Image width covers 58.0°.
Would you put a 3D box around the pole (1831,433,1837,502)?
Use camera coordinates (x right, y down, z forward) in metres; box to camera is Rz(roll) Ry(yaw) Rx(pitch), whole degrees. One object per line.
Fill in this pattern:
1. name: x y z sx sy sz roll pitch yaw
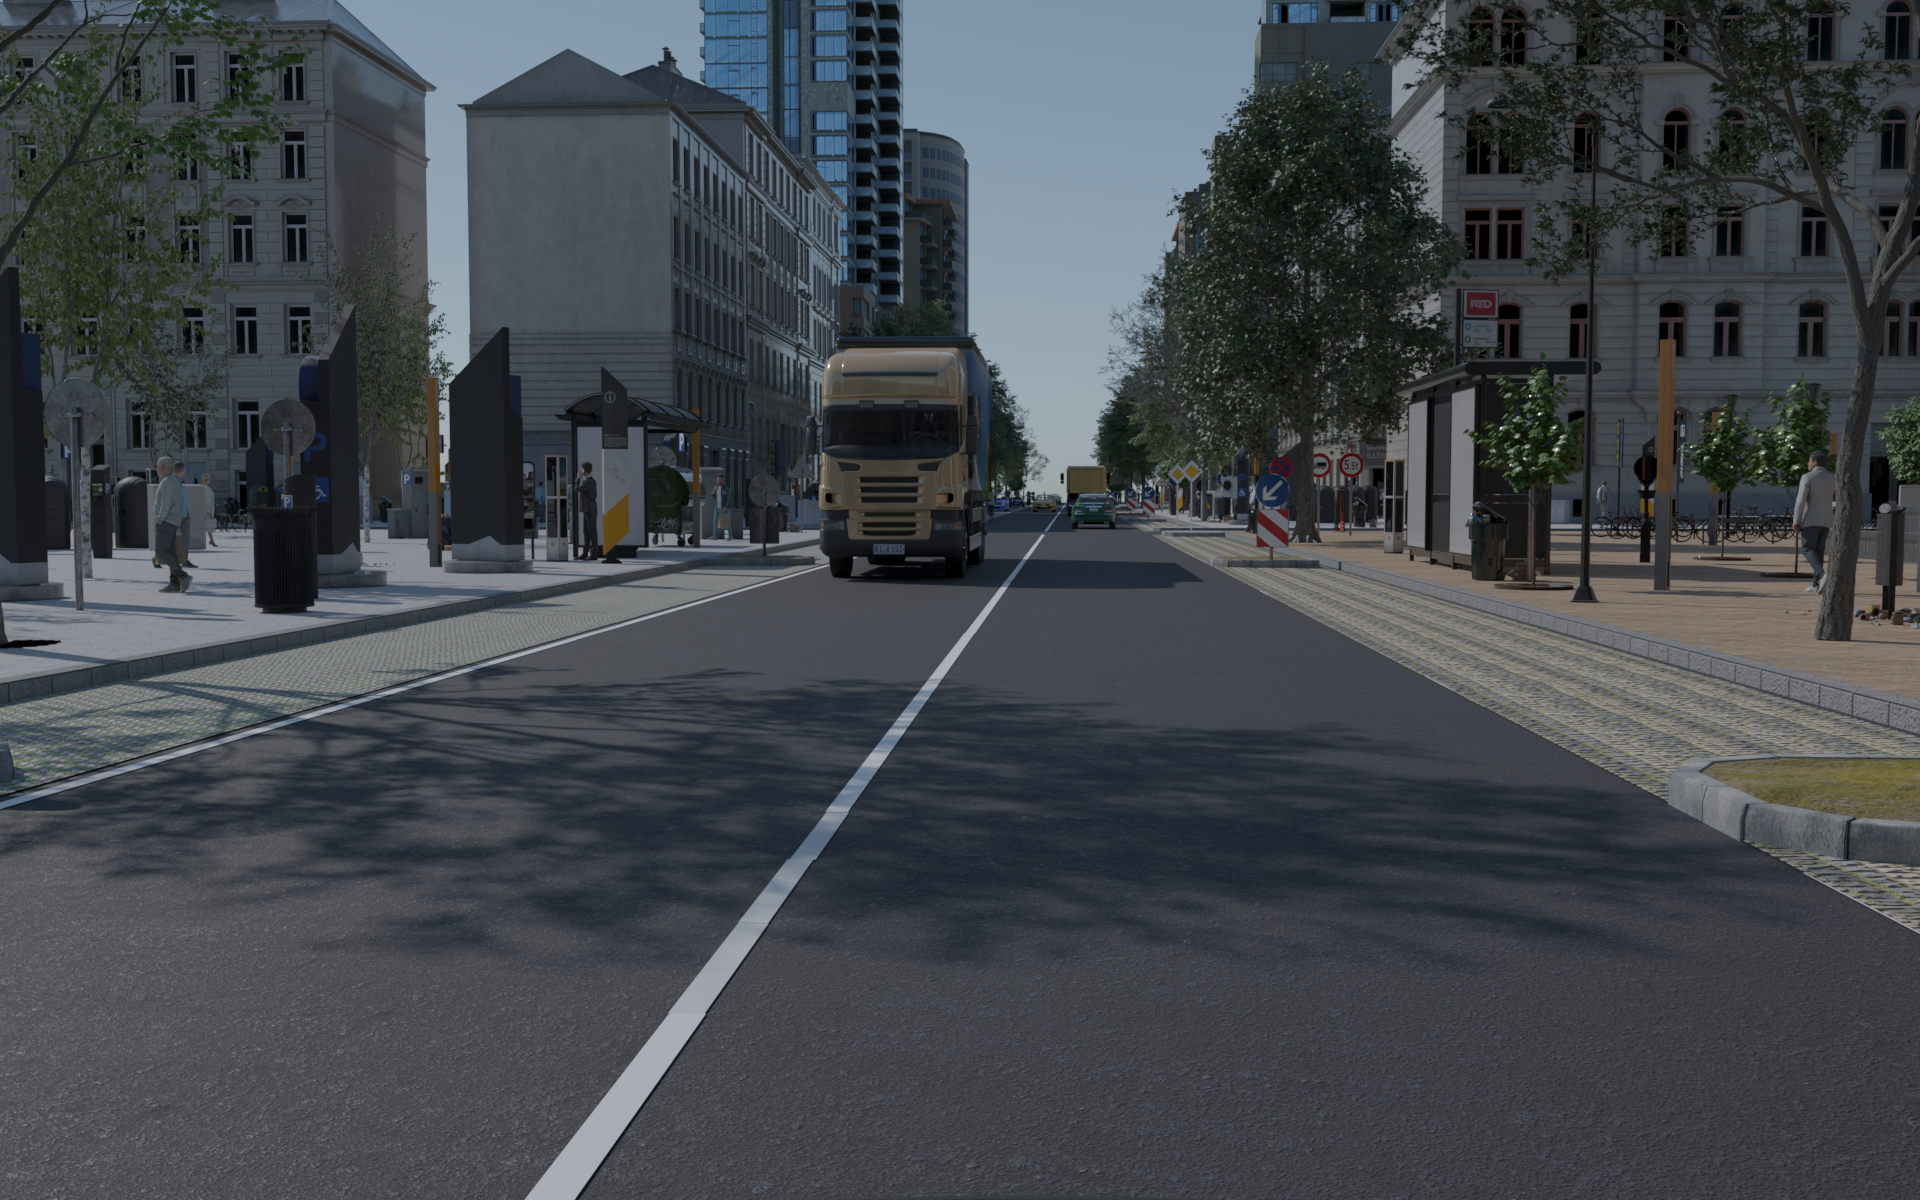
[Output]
1. pole: 29.334 -3.936 58.202 0.158 3.312 0.155 0 3 0

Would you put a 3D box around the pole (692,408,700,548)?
1. pole: -6.293 -2.903 41.309 0.158 3.312 0.155 0 3 0

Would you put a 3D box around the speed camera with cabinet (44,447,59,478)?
1. speed camera with cabinet: -38.545 -4.794 72.721 0.660 3.252 2.038 0 4 -5

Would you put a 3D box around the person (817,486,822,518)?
1. person: -7.470 -5.232 91.570 0.794 1.824 0.713 -2 4 -35

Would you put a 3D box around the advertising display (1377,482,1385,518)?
1. advertising display: 22.429 -5.319 92.183 0.123 1.923 0.974 2 4 32

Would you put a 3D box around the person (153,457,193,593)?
1. person: -10.278 -0.984 22.612 0.515 1.767 0.782 -1 4 -17

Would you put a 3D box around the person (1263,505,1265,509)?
1. person: 14.773 -4.729 83.280 0.836 1.842 0.656 1 4 15

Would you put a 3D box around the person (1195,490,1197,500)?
1. person: 32.839 -14.411 241.533 0.599 1.838 0.709 0 4 -4

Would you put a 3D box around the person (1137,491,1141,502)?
1. person: 29.326 -17.018 284.303 0.705 1.821 1.348 -1 4 -22

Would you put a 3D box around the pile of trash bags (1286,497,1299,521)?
1. pile of trash bags: 16.197 -4.417 81.976 1.912 1.369 3.447 1 4 8

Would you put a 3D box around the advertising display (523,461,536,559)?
1. advertising display: -8.811 -1.755 33.910 0.974 1.923 0.123 -1 4 -23

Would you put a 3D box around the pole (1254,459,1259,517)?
1. pole: 11.531 -4.496 67.356 0.158 3.312 0.155 0 3 0

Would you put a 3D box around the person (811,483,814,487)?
1. person: -6.890 -4.595 81.419 0.600 1.795 0.529 -1 4 -17

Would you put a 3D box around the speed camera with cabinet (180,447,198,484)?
1. speed camera with cabinet: -34.228 -5.026 76.511 0.660 3.252 2.038 -1 4 -9

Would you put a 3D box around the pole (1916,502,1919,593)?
1. pole: 12.563 -1.748 22.421 0.158 3.312 0.155 0 3 0

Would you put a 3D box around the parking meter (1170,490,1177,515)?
1. parking meter: 13.196 -6.041 107.175 0.372 1.533 0.369 0 3 0

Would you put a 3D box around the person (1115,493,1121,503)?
1. person: 23.920 -15.618 261.382 0.705 1.826 1.348 3 5 40

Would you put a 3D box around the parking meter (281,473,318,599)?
1. parking meter: -8.071 -0.783 21.206 0.372 1.533 0.369 0 3 0

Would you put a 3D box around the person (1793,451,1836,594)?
1. person: 11.123 -1.007 22.358 0.661 1.843 0.795 0 4 -6

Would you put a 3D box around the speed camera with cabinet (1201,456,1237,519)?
1. speed camera with cabinet: 13.478 -5.844 89.881 0.660 3.252 2.038 -3 5 -44

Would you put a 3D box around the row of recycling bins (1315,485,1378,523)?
1. row of recycling bins: 17.374 -4.321 77.757 3.534 1.692 1.069 -2 4 -32

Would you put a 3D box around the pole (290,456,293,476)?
1. pole: -21.319 -3.750 55.156 0.158 3.312 0.155 0 3 0

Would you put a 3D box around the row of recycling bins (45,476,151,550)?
1. row of recycling bins: -20.689 -2.037 40.412 3.534 1.692 1.069 -3 4 -38

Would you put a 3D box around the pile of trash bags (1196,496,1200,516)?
1. pile of trash bags: 14.413 -5.521 100.028 1.912 1.369 3.447 0 4 0

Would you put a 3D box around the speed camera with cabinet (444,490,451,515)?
1. speed camera with cabinet: -20.986 -4.873 74.017 2.038 3.252 0.660 -3 5 -44

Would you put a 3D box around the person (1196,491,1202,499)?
1. person: 15.922 -6.654 115.321 0.782 1.767 0.515 1 4 22

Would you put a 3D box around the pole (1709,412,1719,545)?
1. pole: 18.842 -3.021 43.238 0.158 3.312 0.155 0 3 0

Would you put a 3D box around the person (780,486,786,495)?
1. person: -9.454 -5.186 91.837 0.512 1.701 0.522 -1 4 -22

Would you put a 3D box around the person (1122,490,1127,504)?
1. person: 21.802 -13.555 227.666 1.348 1.824 0.705 1 4 20

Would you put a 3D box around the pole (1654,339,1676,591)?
1. pole: 9.356 -1.782 22.983 0.158 3.312 0.155 0 3 0

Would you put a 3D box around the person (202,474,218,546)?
1. person: -18.416 -2.193 42.247 0.624 1.780 0.694 -3 4 -36

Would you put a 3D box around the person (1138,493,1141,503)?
1. person: 26.660 -15.183 257.542 0.557 1.426 1.065 1 4 23

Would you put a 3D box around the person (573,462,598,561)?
1. person: -7.227 -1.714 33.423 0.474 1.900 0.648 -1 4 -15

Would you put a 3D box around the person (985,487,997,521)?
1. person: 1.665 -5.075 91.327 0.661 1.843 0.795 -1 4 -17

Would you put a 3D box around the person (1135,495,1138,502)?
1. person: 28.762 -16.915 283.045 0.683 1.767 0.568 2 4 26

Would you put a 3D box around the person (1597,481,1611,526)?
1. person: 26.252 -3.941 70.573 0.850 1.850 0.679 -2 4 -33

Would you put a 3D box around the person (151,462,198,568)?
1. person: -13.632 -1.478 30.064 0.748 1.841 0.638 0 4 4

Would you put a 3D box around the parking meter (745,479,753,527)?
1. parking meter: -8.249 -3.787 67.631 0.255 1.863 0.399 0 4 3

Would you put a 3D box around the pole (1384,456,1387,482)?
1. pole: 22.973 -6.093 93.455 0.158 3.312 0.155 0 3 0

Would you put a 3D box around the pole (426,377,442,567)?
1. pole: -9.233 -2.237 30.416 0.158 3.312 0.155 0 3 0

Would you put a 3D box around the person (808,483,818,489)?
1. person: -6.713 -4.467 79.260 0.592 1.802 0.473 2 4 34

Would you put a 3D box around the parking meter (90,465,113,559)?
1. parking meter: -17.133 -1.765 34.561 0.255 1.863 0.399 0 4 -5

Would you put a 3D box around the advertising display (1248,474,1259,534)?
1. advertising display: 9.494 -3.107 56.007 0.123 1.923 0.974 0 4 -3

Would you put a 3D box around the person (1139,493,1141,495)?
1. person: 28.390 -16.135 269.860 1.348 1.823 0.705 -1 4 -16

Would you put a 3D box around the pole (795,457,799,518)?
1. pole: -8.868 -6.138 94.202 0.158 3.312 0.155 0 3 0

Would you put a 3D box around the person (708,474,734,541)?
1. person: -6.429 -2.497 46.861 0.713 1.824 0.794 -3 5 -42

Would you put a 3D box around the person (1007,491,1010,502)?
1. person: 4.348 -9.199 159.625 0.721 1.743 1.217 1 4 10

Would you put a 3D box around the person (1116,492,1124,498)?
1. person: 25.016 -16.212 271.099 1.348 1.826 0.705 -1 4 -16

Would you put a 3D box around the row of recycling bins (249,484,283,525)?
1. row of recycling bins: -27.420 -3.928 71.338 3.534 1.692 1.069 -1 4 -14

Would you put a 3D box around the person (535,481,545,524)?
1. person: -17.793 -4.099 73.082 0.660 1.820 0.620 1 4 21

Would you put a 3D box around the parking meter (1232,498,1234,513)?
1. parking meter: 18.205 -6.678 114.900 0.255 1.863 0.399 1 4 9

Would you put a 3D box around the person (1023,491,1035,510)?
1. person: 6.058 -8.743 152.232 1.217 1.735 0.721 -2 4 -32

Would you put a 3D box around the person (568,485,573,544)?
1. person: -9.883 -2.359 44.715 0.635 1.810 0.391 -3 4 -37
